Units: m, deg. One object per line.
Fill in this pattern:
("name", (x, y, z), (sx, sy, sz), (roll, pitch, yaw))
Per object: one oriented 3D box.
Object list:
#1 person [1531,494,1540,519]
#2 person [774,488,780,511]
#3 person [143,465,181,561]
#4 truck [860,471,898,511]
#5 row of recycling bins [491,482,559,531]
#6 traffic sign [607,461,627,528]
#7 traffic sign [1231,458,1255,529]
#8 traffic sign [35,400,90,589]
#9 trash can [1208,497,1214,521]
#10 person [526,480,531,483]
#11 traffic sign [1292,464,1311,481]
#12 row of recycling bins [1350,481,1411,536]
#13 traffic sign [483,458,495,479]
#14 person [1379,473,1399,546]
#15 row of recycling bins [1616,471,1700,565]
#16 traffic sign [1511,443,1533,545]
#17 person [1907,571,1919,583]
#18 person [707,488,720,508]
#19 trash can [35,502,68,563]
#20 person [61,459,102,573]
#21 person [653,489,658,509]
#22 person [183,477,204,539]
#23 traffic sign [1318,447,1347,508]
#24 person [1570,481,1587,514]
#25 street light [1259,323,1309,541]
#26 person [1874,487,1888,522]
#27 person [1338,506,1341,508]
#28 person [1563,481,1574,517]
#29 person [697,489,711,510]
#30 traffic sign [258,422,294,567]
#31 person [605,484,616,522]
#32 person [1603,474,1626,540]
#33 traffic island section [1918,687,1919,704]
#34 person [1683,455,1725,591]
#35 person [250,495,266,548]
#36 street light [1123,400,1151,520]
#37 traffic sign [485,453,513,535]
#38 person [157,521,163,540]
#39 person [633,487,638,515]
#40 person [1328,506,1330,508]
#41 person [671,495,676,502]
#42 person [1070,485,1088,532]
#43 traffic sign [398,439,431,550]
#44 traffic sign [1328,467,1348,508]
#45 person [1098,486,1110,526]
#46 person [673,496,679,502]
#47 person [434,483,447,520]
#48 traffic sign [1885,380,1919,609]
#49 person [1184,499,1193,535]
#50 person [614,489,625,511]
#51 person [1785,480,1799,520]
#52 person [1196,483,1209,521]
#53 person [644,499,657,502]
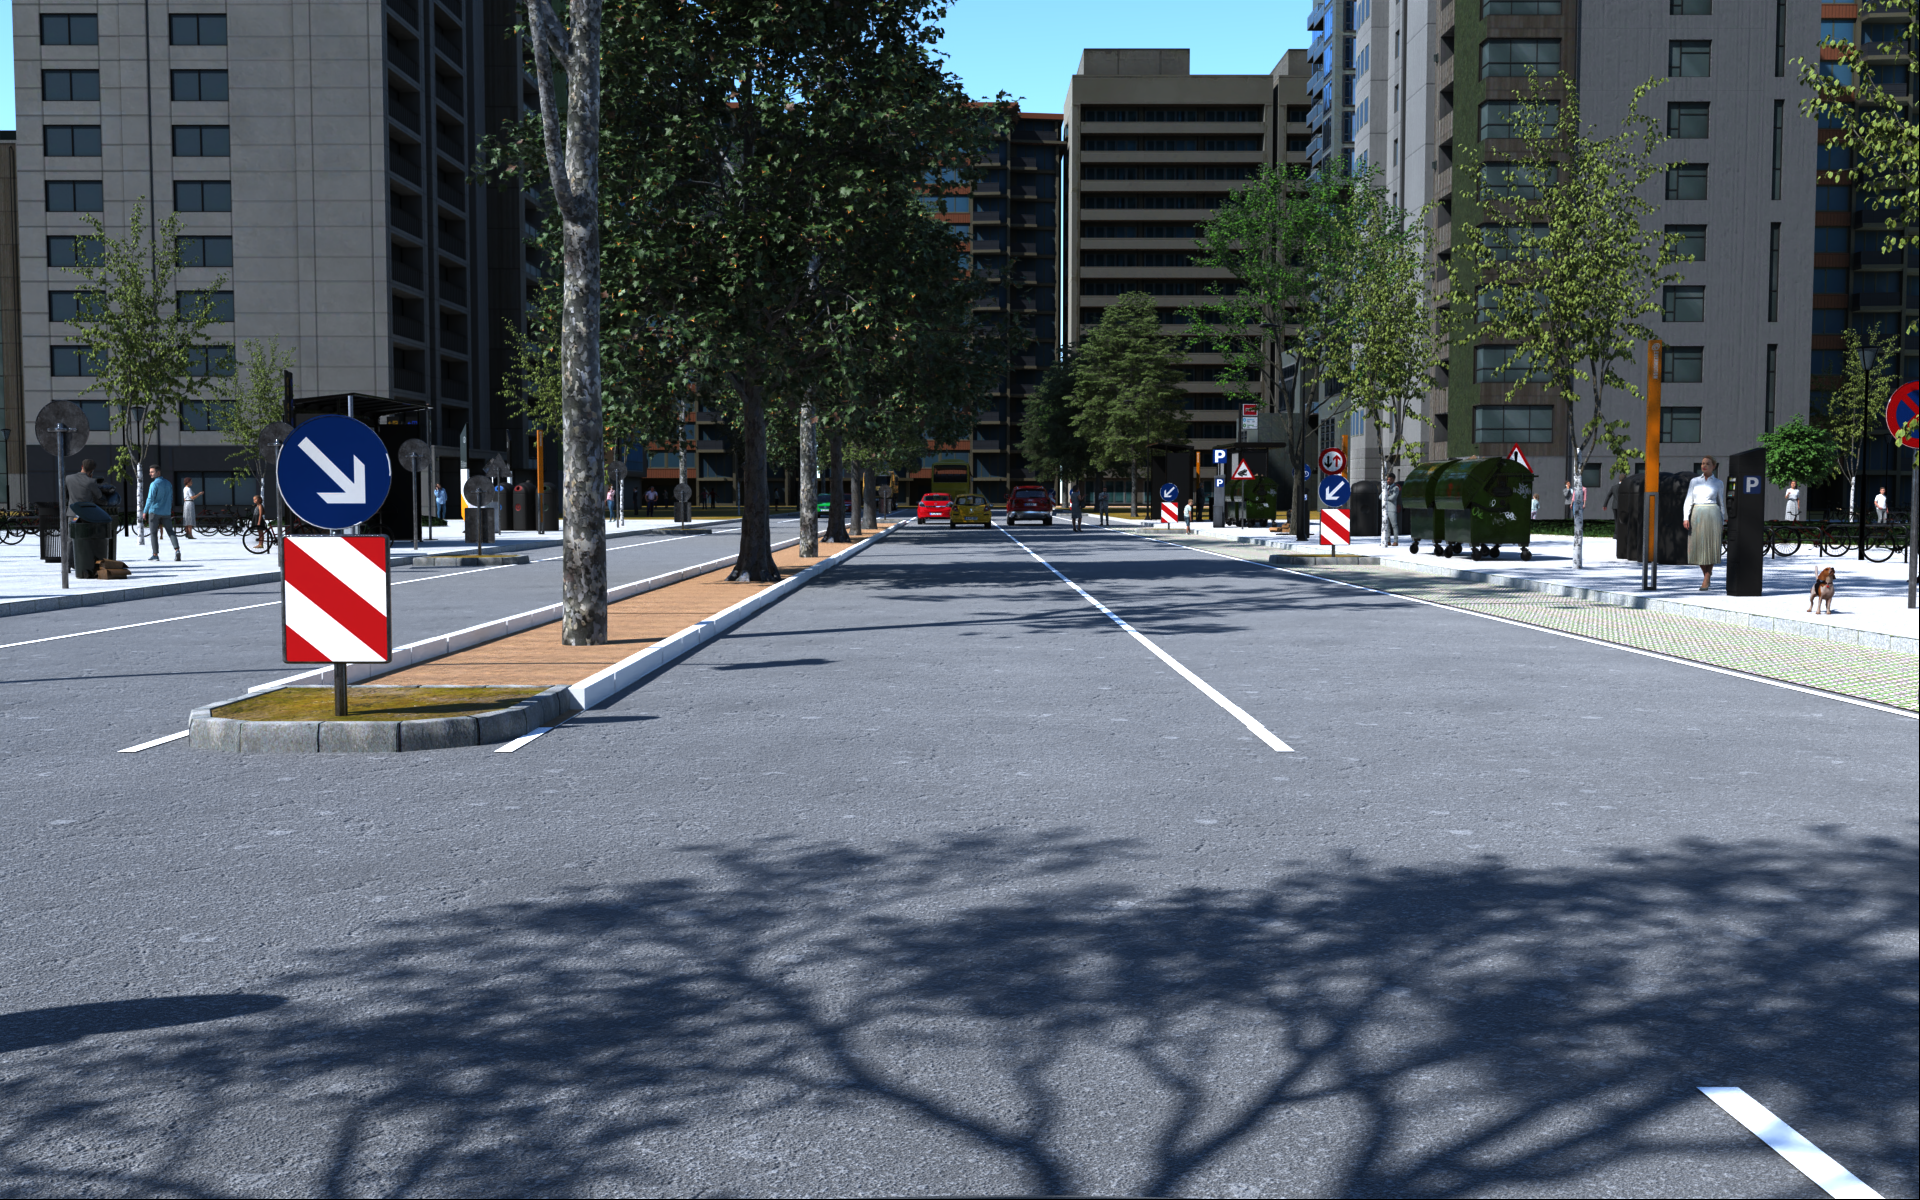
("person", (20.530, -3.165, 62.066), (0.425, 1.301, 0.394), (-1, 4, -23))
("person", (-13.623, -7.501, 129.473), (0.721, 1.735, 1.217), (-1, 4, -17))
("person", (-15.245, -1.660, 33.048), (0.748, 1.841, 0.638), (2, 4, 33))
("truck", (-6.893, -9.416, 149.872), (3.469, 3.379, 9.791), (0, 4, 1))
("row of recycling bins", (-15.655, -3.283, 60.789), (3.534, 1.692, 1.069), (1, 4, 19))
("traffic sign", (-13.099, -4.045, 66.235), (0.768, 2.556, 0.104), (0, 4, 1))
("traffic sign", (10.280, -3.851, 62.961), (0.884, 2.594, 0.081), (0, 4, 1))
("traffic sign", (-12.157, -1.428, 23.459), (0.768, 2.556, 0.104), (0, 4, 4))
("trash can", (12.232, -4.362, 82.970), (0.748, 1.137, 0.748), (0, 3, 0))
("person", (-16.488, -3.674, 66.208), (0.635, 1.810, 0.391), (1, 4, 21))
("traffic sign", (13.936, -4.321, 70.755), (0.768, 2.556, 0.104), (0, 4, 8))
("row of recycling bins", (13.103, -2.857, 53.828), (1.069, 1.692, 3.534), (3, 4, 38))
("traffic sign", (-17.052, -3.882, 63.203), (0.795, 2.593, 0.064), (0, 4, 8))
("person", (10.586, -2.237, 42.800), (0.466, 1.800, 0.511), (-3, 5, -44))
("row of recycling bins", (13.292, -1.577, 32.891), (1.069, 1.692, 3.534), (0, 4, 6))
("traffic sign", (14.074, -2.687, 43.930), (0.884, 2.594, 0.081), (0, 4, 1))
("person", (14.088, -1.155, 24.839), (0.836, 1.842, 0.656), (3, 4, 37))
("person", (-22.013, -9.078, 154.436), (1.348, 1.831, 0.705), (2, 4, 27))
("trash can", (-16.926, -1.275, 32.493), (0.748, 1.137, 0.748), (0, 3, 0))
("person", (-14.284, -1.363, 28.140), (0.655, 1.846, 0.447), (-1, 4, -11))
("person", (-26.836, -8.891, 152.351), (0.436, 1.711, 0.756), (1, 4, 21))
("person", (-21.860, -2.613, 49.336), (0.480, 1.755, 0.524), (3, 5, 44))
("traffic sign", (10.136, -2.881, 47.218), (0.768, 2.556, 0.104), (0, 4, 4))
("person", (21.559, -3.324, 60.400), (0.555, 1.821, 0.388), (2, 4, 32))
("street light", (8.828, -4.568, 47.234), (1.470, 5.913, 1.316), (0, 3, 0))
("person", (30.870, -3.016, 57.951), (0.523, 1.515, 0.503), (3, 5, 44))
("person", (17.287, -4.501, 78.995), (0.474, 1.900, 0.648), (3, 5, 39))
("person", (23.734, -3.735, 67.295), (0.592, 1.802, 0.473), (0, 4, 7))
("person", (-21.110, -8.336, 143.054), (1.217, 1.743, 0.721), (-1, 4, -17))
("traffic sign", (-11.988, -1.858, 30.489), (0.768, 2.556, 0.104), (0, 4, 6))
("person", (-15.971, -4.451, 79.414), (0.643, 1.750, 0.593), (-3, 5, -43))
("person", (18.561, -2.623, 48.708), (0.755, 1.850, 0.659), (-3, 5, -39))
("traffic island section", (7.510, 0.696, 10.907), (2.009, 0.180, 2.903), (0, 3, 0))
("person", (10.003, -1.037, 23.226), (0.478, 1.798, 0.641), (3, 5, 41))
("person", (-16.603, -1.850, 40.955), (0.373, 1.253, 0.362), (-2, 4, -35))
("street light", (8.760, -6.918, 85.656), (1.470, 5.913, 1.316), (0, 3, 0))
("traffic sign", (-14.465, -3.324, 54.352), (0.884, 2.594, 0.081), (0, 4, 1))
("person", (-22.624, -2.329, 48.793), (0.362, 1.253, 0.373), (-3, 5, -40))
("person", (-19.885, -6.047, 105.706), (0.445, 1.727, 0.742), (-3, 4, -37))
("person", (13.961, -3.595, 65.236), (0.534, 1.772, 0.576), (-1, 4, -23))
("person", (-20.420, -7.211, 124.728), (0.721, 1.735, 1.217), (-3, 5, -43))
("person", (4.539, -3.478, 65.724), (0.532, 1.782, 0.716), (-3, 4, -38))
("traffic sign", (-12.537, -2.429, 39.821), (0.768, 2.556, 0.104), (0, 4, 1))
("traffic sign", (13.765, -3.864, 63.277), (0.768, 2.556, 0.104), (0, 4, 2))
("person", (6.557, -4.292, 78.861), (0.511, 1.800, 0.466), (0, 4, 2))
("person", (-16.698, -5.790, 102.175), (0.415, 1.643, 0.593), (-2, 4, -29))
("person", (-23.803, -4.473, 79.444), (0.793, 1.790, 0.793), (1, 4, 16))
("traffic sign", (10.680, -1.177, 19.353), (0.768, 2.556, 0.104), (0, 4, 1))
("person", (8.018, -2.912, 60.790), (0.352, 1.250, 0.332), (1, 4, 13))
("person", (-25.715, -7.580, 130.709), (1.217, 1.736, 0.721), (3, 4, 37))
("person", (28.682, -3.244, 59.648), (0.480, 1.755, 0.524), (0, 4, 6))
("person", (11.354, -4.580, 81.104), (0.590, 1.801, 0.661), (-1, 4, -17))
("person", (-22.341, -7.060, 124.741), (1.065, 1.426, 0.557), (-3, 5, -39))
